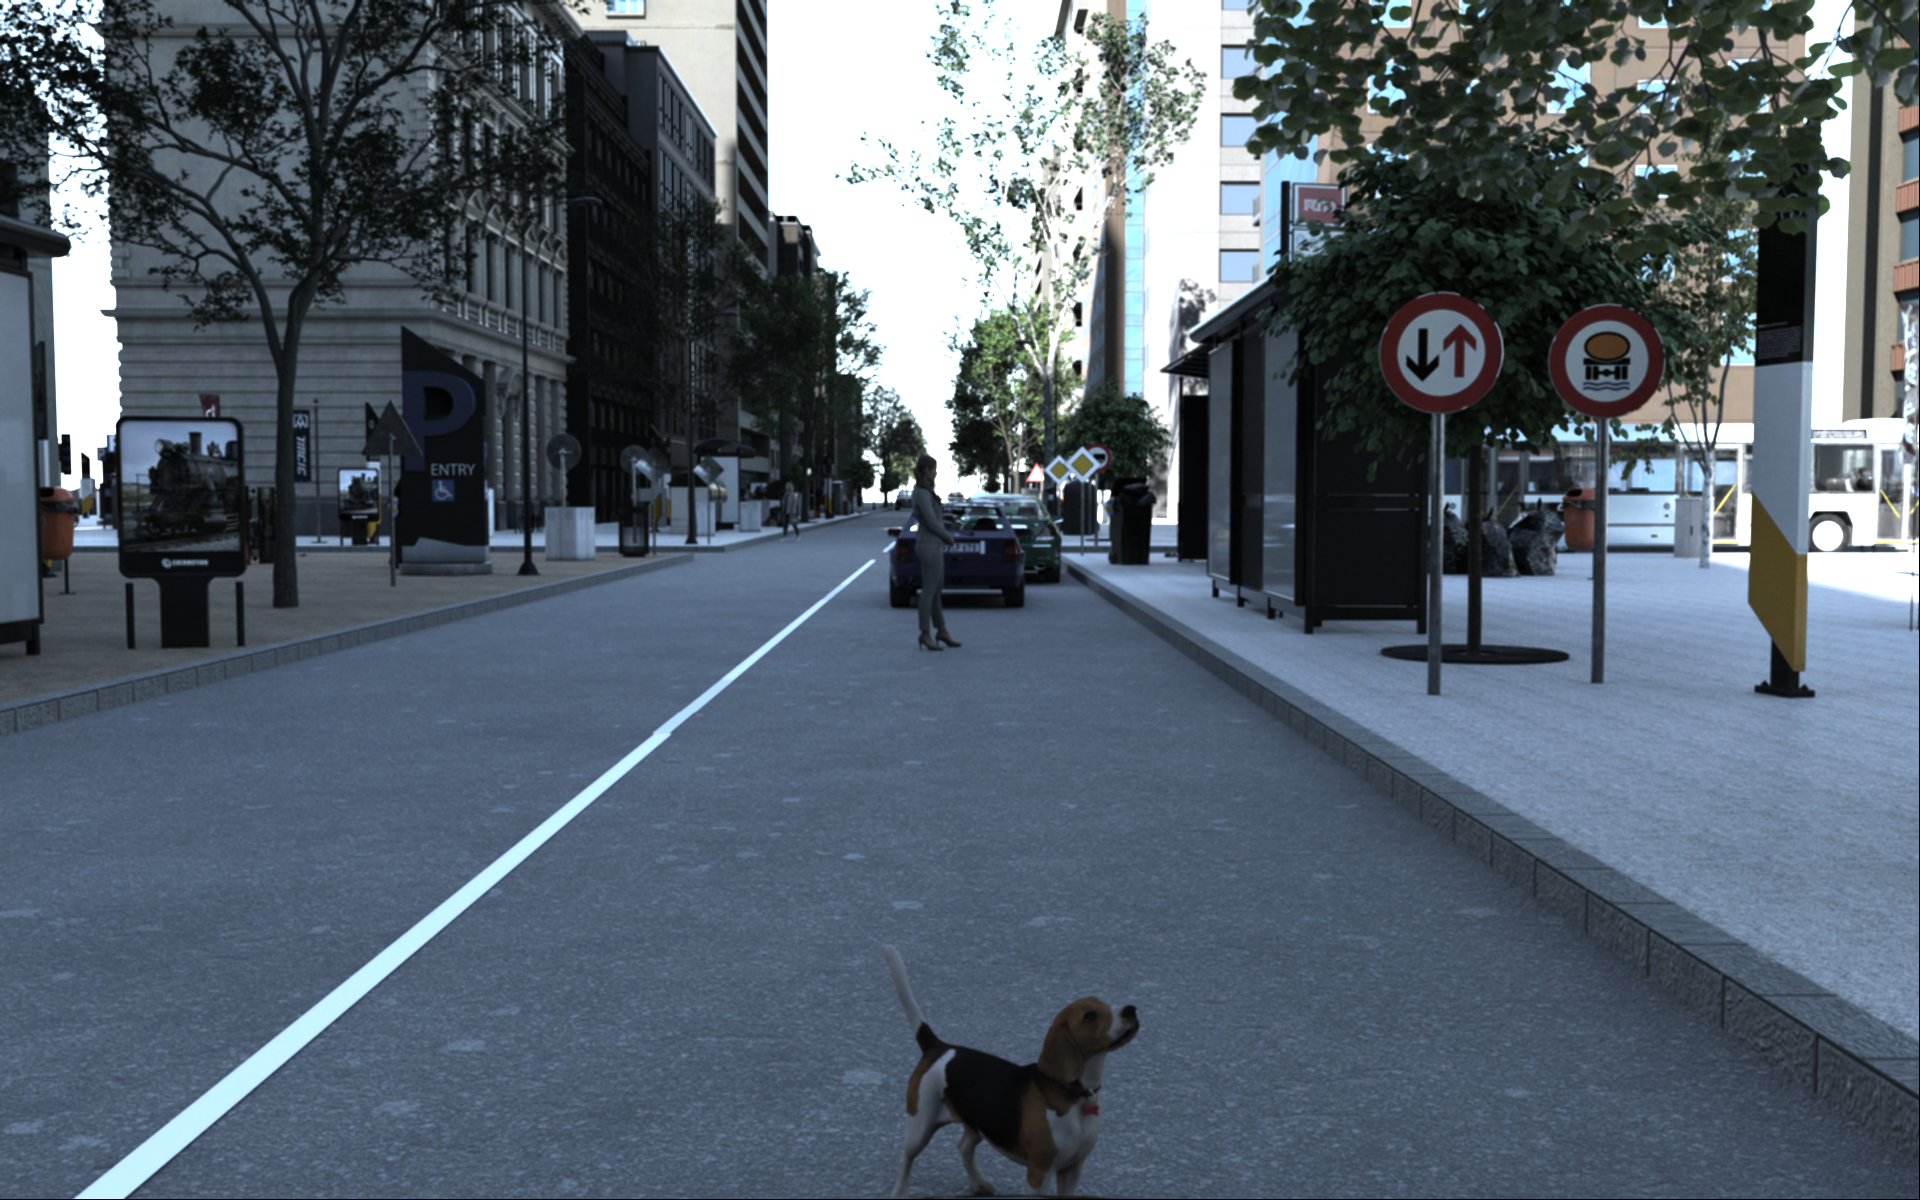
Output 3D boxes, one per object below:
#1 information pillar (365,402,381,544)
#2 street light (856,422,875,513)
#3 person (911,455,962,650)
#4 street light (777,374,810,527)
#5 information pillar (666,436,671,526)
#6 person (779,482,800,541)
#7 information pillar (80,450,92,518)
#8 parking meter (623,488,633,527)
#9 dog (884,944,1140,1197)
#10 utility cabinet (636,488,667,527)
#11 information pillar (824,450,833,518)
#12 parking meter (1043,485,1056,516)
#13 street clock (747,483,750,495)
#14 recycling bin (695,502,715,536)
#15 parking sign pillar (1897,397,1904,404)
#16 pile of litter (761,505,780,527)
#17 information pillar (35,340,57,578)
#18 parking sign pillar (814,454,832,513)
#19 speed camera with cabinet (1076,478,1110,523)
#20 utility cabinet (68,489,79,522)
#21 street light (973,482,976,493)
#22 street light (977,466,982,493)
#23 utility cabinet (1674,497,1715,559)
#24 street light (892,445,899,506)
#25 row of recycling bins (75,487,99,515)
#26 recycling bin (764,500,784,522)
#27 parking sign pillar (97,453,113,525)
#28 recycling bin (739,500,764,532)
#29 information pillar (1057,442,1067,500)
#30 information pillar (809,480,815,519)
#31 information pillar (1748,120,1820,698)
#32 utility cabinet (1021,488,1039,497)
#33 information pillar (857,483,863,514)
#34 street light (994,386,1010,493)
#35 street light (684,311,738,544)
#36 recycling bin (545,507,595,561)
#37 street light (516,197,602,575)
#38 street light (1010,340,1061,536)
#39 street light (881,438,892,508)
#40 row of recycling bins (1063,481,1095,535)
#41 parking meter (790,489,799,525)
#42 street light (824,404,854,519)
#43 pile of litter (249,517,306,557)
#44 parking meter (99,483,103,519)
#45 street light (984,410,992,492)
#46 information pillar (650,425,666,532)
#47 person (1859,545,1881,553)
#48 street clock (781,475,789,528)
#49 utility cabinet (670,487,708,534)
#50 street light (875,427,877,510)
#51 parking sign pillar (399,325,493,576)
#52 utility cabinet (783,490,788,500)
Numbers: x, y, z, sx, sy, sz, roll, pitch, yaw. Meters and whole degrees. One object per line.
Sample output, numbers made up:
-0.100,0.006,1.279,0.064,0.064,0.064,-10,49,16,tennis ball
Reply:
-15.037,-3.243,44.370,0.183,3.616,0.504,1,4,14,information pillar
-6.414,-8.496,111.451,1.470,5.913,1.316,0,4,0,street light
-0.186,-0.439,15.952,0.573,1.790,0.520,-1,4,-22,person
-6.373,-5.772,66.916,1.470,5.913,1.316,0,4,0,street light
-11.861,-4.815,70.080,0.183,3.616,0.504,2,4,25,information pillar
-5.103,-2.683,52.544,0.728,1.800,0.709,-3,5,-45,person
-46.600,-6.177,92.345,0.504,3.616,0.183,-1,4,-19,information pillar
-12.924,-3.609,67.411,0.372,1.533,0.369,0,3,0,parking meter
0.083,0.974,3.364,0.540,0.507,0.406,1,4,8,dog
-11.921,-3.563,66.939,1.173,1.500,0.318,-3,4,-38,utility cabinet
-6.966,-6.128,91.549,0.183,3.616,0.504,2,4,35,information pillar
2.640,-2.614,51.142,0.372,1.533,0.369,0,3,0,parking meter
-13.368,-6.502,110.879,0.471,2.002,0.358,-3,5,-40,street clock
-7.850,-2.470,52.931,0.722,1.027,0.722,-1,4,-9,recycling bin
26.415,-3.625,47.747,1.447,3.967,1.447,-3,4,-36,parking sign pillar
-7.554,-3.362,68.937,1.176,0.858,1.719,-2,4,-23,pile of litter
-14.187,-2.153,26.555,0.504,3.616,0.183,1,4,15,information pillar
-9.040,-7.776,115.604,1.447,3.967,1.447,-1,4,-13,parking sign pillar
6.038,-5.020,76.416,2.038,3.252,0.660,-3,4,-36,speed camera with cabinet
-40.111,-4.228,77.809,1.173,1.500,0.318,2,4,27,utility cabinet
1.870,-13.595,194.818,1.470,5.913,1.316,0,4,0,street light
2.116,-9.577,129.127,1.470,5.913,1.316,0,4,0,street light
14.769,-1.451,34.887,0.306,1.237,1.020,0,4,-6,utility cabinet
-6.599,-11.718,164.133,1.470,5.913,1.316,0,4,0,street light
-53.405,-6.074,106.419,1.069,1.692,3.534,0,4,1,row of recycling bins
-7.755,-3.610,71.578,0.722,1.027,0.722,-3,5,-39,recycling bin
-35.417,-5.142,72.543,1.447,3.967,1.447,0,4,-2,parking sign pillar
-7.122,-2.829,58.816,0.722,1.027,0.722,0,4,-5,recycling bin
4.510,-5.259,77.340,0.504,3.616,0.183,2,4,29,information pillar
-7.529,-5.101,87.896,0.304,2.012,0.304,0,4,-6,information pillar
5.255,-1.204,11.046,0.183,3.616,0.504,-1,4,-11,information pillar
2.717,-3.554,66.782,0.318,1.500,1.173,2,4,23,utility cabinet
-6.583,-6.685,113.785,0.304,2.012,0.304,1,4,11,information pillar
2.292,-6.222,74.275,1.470,5.913,1.316,0,4,0,street light
-6.334,-4.380,44.153,1.470,5.913,1.316,0,4,0,street light
-7.549,-1.284,33.550,0.722,1.027,0.722,1,4,18,recycling bin
-6.305,-3.348,27.278,1.470,5.913,1.316,0,4,0,street light
2.355,-4.887,52.446,1.470,5.913,1.316,0,4,0,street light
-6.532,-10.384,142.321,1.470,5.913,1.316,0,4,0,street light
3.852,-2.961,55.528,1.069,1.692,3.534,0,4,7,row of recycling bins
-6.973,-3.935,72.754,0.372,1.533,0.369,0,3,0,parking meter
-6.280,-7.139,89.262,1.470,5.913,1.316,0,4,0,street light
-14.276,-1.320,35.542,1.719,0.858,1.176,-1,4,-23,pile of litter
-44.284,-5.128,89.550,0.255,1.863,0.399,0,4,2,parking meter
2.148,-7.556,96.087,1.470,5.913,1.316,0,4,0,street light
-10.238,-4.095,58.300,0.504,3.616,0.183,3,5,43,information pillar
21.831,-2.005,41.460,0.526,1.800,0.537,2,4,24,person
-6.532,-3.686,64.836,0.358,2.002,0.471,0,4,-7,street clock
-8.632,-2.846,55.216,1.173,1.500,0.318,-1,4,-12,utility cabinet
-6.493,-9.040,120.344,1.470,5.913,1.316,0,4,0,street light
-8.239,-2.397,27.668,1.447,3.967,1.447,0,4,-7,parking sign pillar
-7.925,-4.306,79.079,0.318,1.500,1.173,-1,4,-21,utility cabinet
